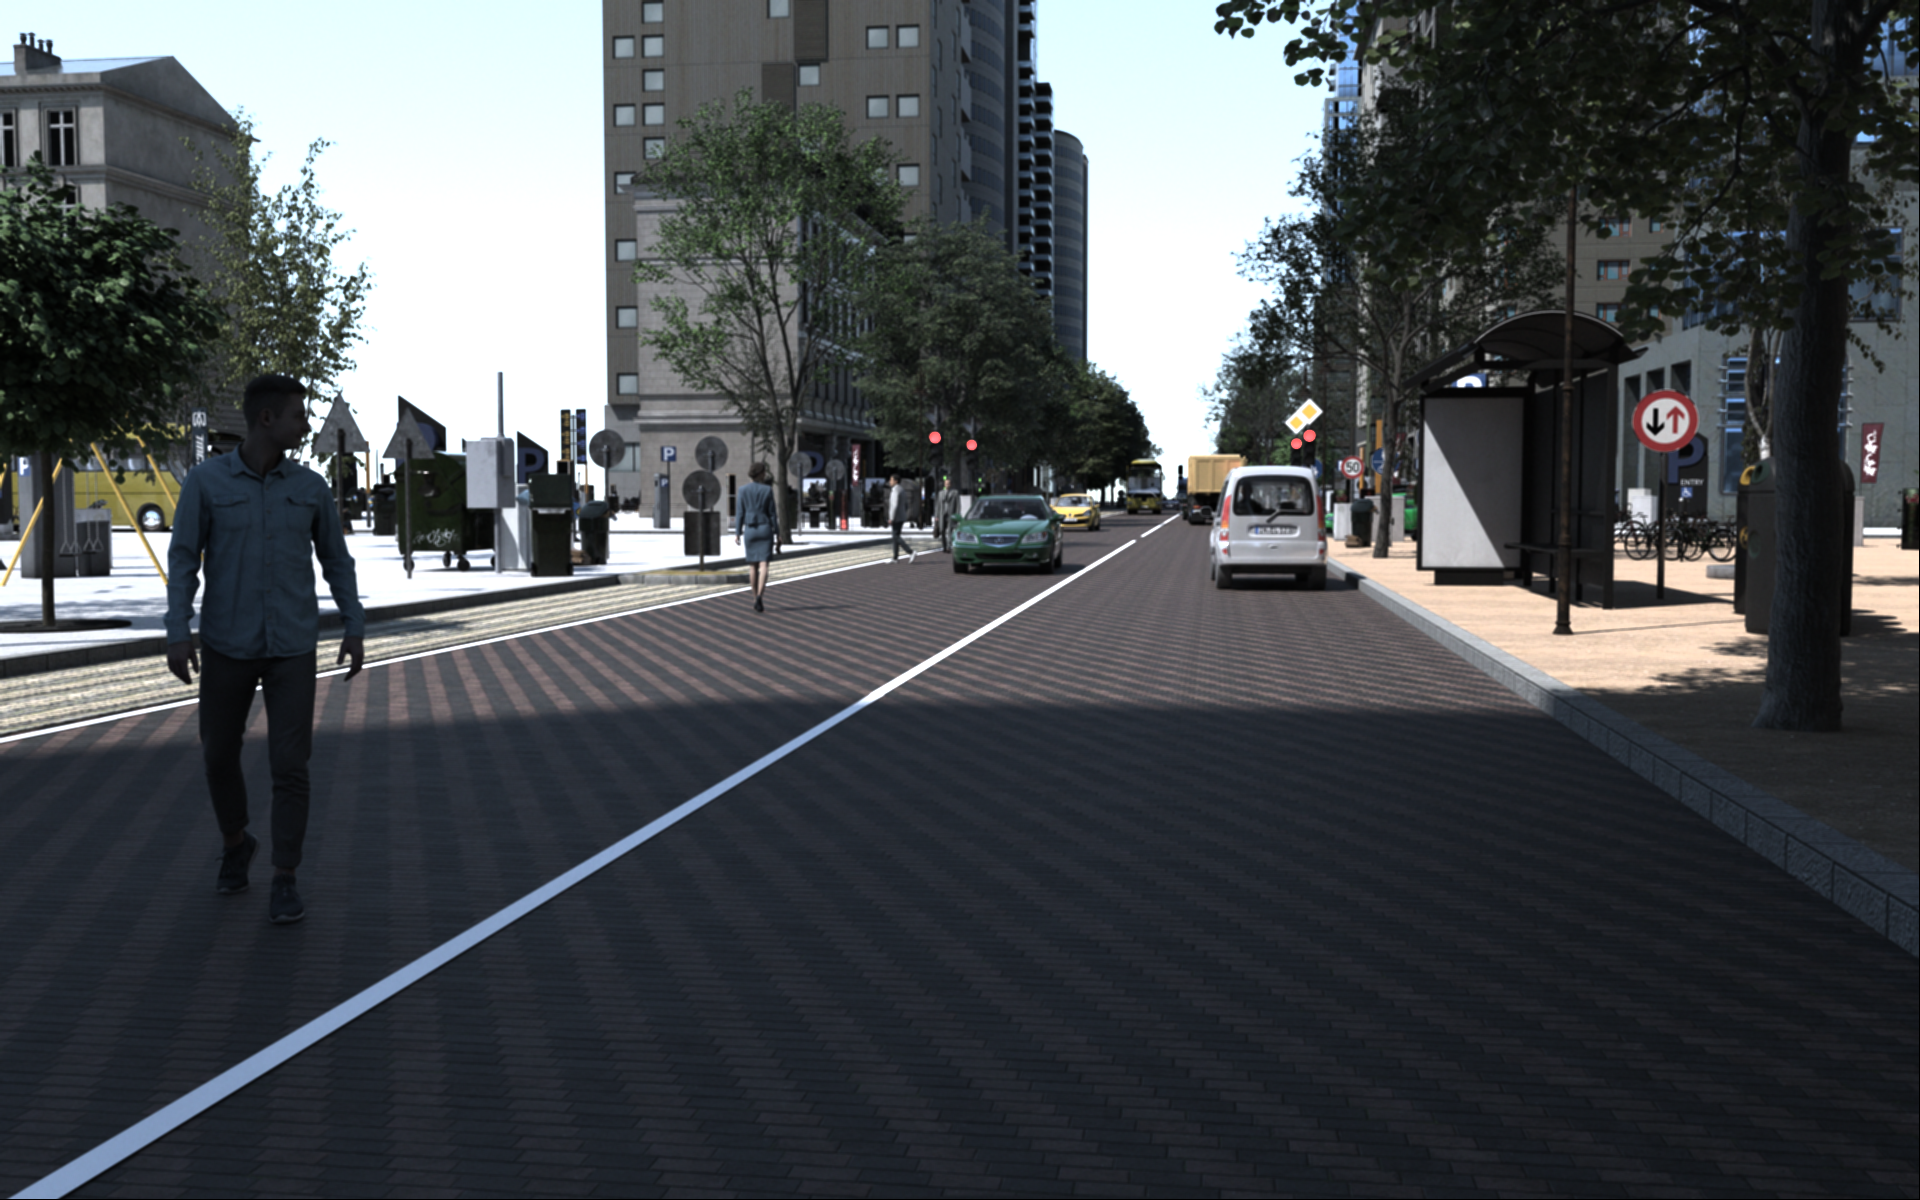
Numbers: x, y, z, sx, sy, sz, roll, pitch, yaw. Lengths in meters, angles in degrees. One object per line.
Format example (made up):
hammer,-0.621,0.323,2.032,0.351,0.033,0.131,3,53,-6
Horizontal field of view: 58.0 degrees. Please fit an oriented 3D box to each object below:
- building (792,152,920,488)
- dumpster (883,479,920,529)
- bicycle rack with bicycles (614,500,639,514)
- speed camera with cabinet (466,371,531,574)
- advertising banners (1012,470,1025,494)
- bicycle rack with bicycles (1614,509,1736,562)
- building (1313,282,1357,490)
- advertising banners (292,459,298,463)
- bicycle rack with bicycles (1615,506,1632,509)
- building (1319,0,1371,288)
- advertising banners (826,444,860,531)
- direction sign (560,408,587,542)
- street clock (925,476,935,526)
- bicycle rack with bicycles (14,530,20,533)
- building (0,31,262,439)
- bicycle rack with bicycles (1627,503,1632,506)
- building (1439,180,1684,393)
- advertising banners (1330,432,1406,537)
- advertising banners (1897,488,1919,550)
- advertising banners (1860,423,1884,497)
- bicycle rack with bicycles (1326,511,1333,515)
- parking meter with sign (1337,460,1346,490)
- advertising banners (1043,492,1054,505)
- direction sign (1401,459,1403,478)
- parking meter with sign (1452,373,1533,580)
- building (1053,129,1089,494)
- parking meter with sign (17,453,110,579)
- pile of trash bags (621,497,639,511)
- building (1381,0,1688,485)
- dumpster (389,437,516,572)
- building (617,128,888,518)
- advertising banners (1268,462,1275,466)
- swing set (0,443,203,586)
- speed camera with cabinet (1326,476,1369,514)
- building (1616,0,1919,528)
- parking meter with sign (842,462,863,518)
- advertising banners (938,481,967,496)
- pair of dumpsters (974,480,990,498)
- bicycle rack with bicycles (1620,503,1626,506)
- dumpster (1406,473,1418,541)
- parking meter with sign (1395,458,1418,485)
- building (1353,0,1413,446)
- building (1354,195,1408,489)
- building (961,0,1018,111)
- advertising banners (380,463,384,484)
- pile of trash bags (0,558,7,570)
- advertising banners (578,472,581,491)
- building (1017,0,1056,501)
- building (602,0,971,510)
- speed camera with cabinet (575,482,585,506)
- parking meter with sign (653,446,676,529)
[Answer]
building,-10.204,-17.822,121.072,12.332,23.373,15.834,1,4,8
dumpster,-2.179,-3.629,65.086,1.264,1.857,1.865,0,4,8
bicycle rack with bicycles,-22.036,-6.074,112.688,2.925,0.926,2.852,0,4,-2
speed camera with cabinet,-7.467,-2.103,28.714,0.660,3.252,2.038,1,4,11
advertising banners,3.498,-6.271,98.725,2.074,3.025,0.090,-2,4,-24
bicycle rack with bicycles,14.052,-1.243,33.711,2.852,0.926,2.925,-1,4,-23
building,57.975,-29.273,250.308,14.160,30.474,14.107,1,4,8
advertising banners,-33.172,-5.429,84.954,2.074,3.025,0.090,2,4,27
bicycle rack with bicycles,17.413,-1.728,41.635,2.925,0.926,2.852,2,4,29
building,65.237,-58.570,270.290,22.319,86.520,31.000,1,4,8
advertising banners,-4.107,-3.968,61.069,0.090,3.025,2.074,-3,4,-38
direction sign,-10.268,-3.308,46.080,0.876,3.537,0.379,2,4,29
street clock,-1.235,-3.925,68.737,0.358,2.002,0.471,3,4,36
bicycle rack with bicycles,-29.518,-2.406,52.723,2.925,0.926,2.852,0,4,-4
building,-54.321,-16.287,85.379,34.723,24.649,14.460,1,4,8
bicycle rack with bicycles,25.985,-3.356,68.258,2.925,0.926,2.852,-1,4,-10
building,47.817,-16.508,114.947,27.650,21.520,28.899,1,4,8
advertising banners,11.592,-3.245,49.247,2.074,3.025,0.090,1,4,10
advertising banners,22.334,-2.628,39.152,0.090,3.025,2.074,-3,5,-39
advertising banners,22.006,-2.883,43.327,0.090,3.025,2.074,-3,4,-36
bicycle rack with bicycles,15.498,-3.259,66.673,2.852,0.926,2.925,3,4,37
parking meter with sign,19.829,-5.662,88.839,0.543,3.016,1.738,0,4,-4
advertising banners,5.954,-7.717,122.354,0.090,3.025,2.074,3,5,42
direction sign,27.174,-7.013,106.651,0.379,3.537,0.876,0,4,6
parking meter with sign,7.984,-1.807,25.808,0.543,3.016,1.738,3,5,44
building,8.896,-44.890,275.951,21.231,58.520,28.212,1,4,8
parking meter with sign,-13.981,-1.852,26.538,0.543,3.016,1.738,2,4,31
pile of trash bags,-24.317,-7.585,133.769,3.447,1.369,1.912,-2,4,-32
building,46.138,-42.980,140.974,20.563,71.187,20.611,1,4,8
dumpster,-8.577,-1.642,29.347,1.502,2.255,1.985,1,4,8
building,-12.675,-14.813,93.107,10.553,20.767,40.483,1,4,8
advertising banners,17.750,-6.024,94.674,2.074,3.025,0.090,-1,4,-18
swing set,-11.670,-1.547,22.917,2.862,2.851,3.119,-1,4,-13
speed camera with cabinet,19.418,-5.654,86.778,2.038,3.252,0.660,0,4,4
building,45.136,-46.483,72.664,31.000,86.520,22.319,1,4,8
parking meter with sign,-5.556,-5.969,93.849,1.738,3.016,0.543,-2,4,-23
advertising banners,-0.577,-6.331,99.707,2.074,3.025,0.090,-1,4,-16
pair of dumpsters,1.651,-6.168,103.345,1.574,2.255,4.437,1,4,8
bicycle rack with bicycles,22.083,-3.032,62.956,2.925,0.926,2.852,0,4,-4
dumpster,12.808,-2.685,46.387,1.502,2.255,1.985,1,4,8
parking meter with sign,21.726,-5.430,85.049,0.543,3.016,1.738,-3,5,-44
building,56.115,-36.093,179.361,28.713,52.752,27.495,1,4,8
building,44.638,-23.746,159.945,14.160,30.474,14.107,1,4,8
building,-6.085,-38.928,178.467,21.231,58.520,28.212,1,4,8
advertising banners,-31.714,-6.115,96.165,0.090,3.025,2.074,-3,5,-44
pile of trash bags,-17.745,-1.214,29.595,1.912,1.369,3.447,-3,5,-44
advertising banners,-29.821,-8.454,134.414,0.090,3.025,2.074,1,4,10
building,3.068,-57.084,245.999,22.319,86.520,31.000,1,4,8
building,-13.777,-34.383,151.404,28.713,52.752,27.495,1,4,8
speed camera with cabinet,-28.306,-8.169,127.901,0.660,3.252,2.038,-3,5,-40
parking meter with sign,-11.019,-4.156,64.211,0.543,3.016,1.738,-2,4,-25
